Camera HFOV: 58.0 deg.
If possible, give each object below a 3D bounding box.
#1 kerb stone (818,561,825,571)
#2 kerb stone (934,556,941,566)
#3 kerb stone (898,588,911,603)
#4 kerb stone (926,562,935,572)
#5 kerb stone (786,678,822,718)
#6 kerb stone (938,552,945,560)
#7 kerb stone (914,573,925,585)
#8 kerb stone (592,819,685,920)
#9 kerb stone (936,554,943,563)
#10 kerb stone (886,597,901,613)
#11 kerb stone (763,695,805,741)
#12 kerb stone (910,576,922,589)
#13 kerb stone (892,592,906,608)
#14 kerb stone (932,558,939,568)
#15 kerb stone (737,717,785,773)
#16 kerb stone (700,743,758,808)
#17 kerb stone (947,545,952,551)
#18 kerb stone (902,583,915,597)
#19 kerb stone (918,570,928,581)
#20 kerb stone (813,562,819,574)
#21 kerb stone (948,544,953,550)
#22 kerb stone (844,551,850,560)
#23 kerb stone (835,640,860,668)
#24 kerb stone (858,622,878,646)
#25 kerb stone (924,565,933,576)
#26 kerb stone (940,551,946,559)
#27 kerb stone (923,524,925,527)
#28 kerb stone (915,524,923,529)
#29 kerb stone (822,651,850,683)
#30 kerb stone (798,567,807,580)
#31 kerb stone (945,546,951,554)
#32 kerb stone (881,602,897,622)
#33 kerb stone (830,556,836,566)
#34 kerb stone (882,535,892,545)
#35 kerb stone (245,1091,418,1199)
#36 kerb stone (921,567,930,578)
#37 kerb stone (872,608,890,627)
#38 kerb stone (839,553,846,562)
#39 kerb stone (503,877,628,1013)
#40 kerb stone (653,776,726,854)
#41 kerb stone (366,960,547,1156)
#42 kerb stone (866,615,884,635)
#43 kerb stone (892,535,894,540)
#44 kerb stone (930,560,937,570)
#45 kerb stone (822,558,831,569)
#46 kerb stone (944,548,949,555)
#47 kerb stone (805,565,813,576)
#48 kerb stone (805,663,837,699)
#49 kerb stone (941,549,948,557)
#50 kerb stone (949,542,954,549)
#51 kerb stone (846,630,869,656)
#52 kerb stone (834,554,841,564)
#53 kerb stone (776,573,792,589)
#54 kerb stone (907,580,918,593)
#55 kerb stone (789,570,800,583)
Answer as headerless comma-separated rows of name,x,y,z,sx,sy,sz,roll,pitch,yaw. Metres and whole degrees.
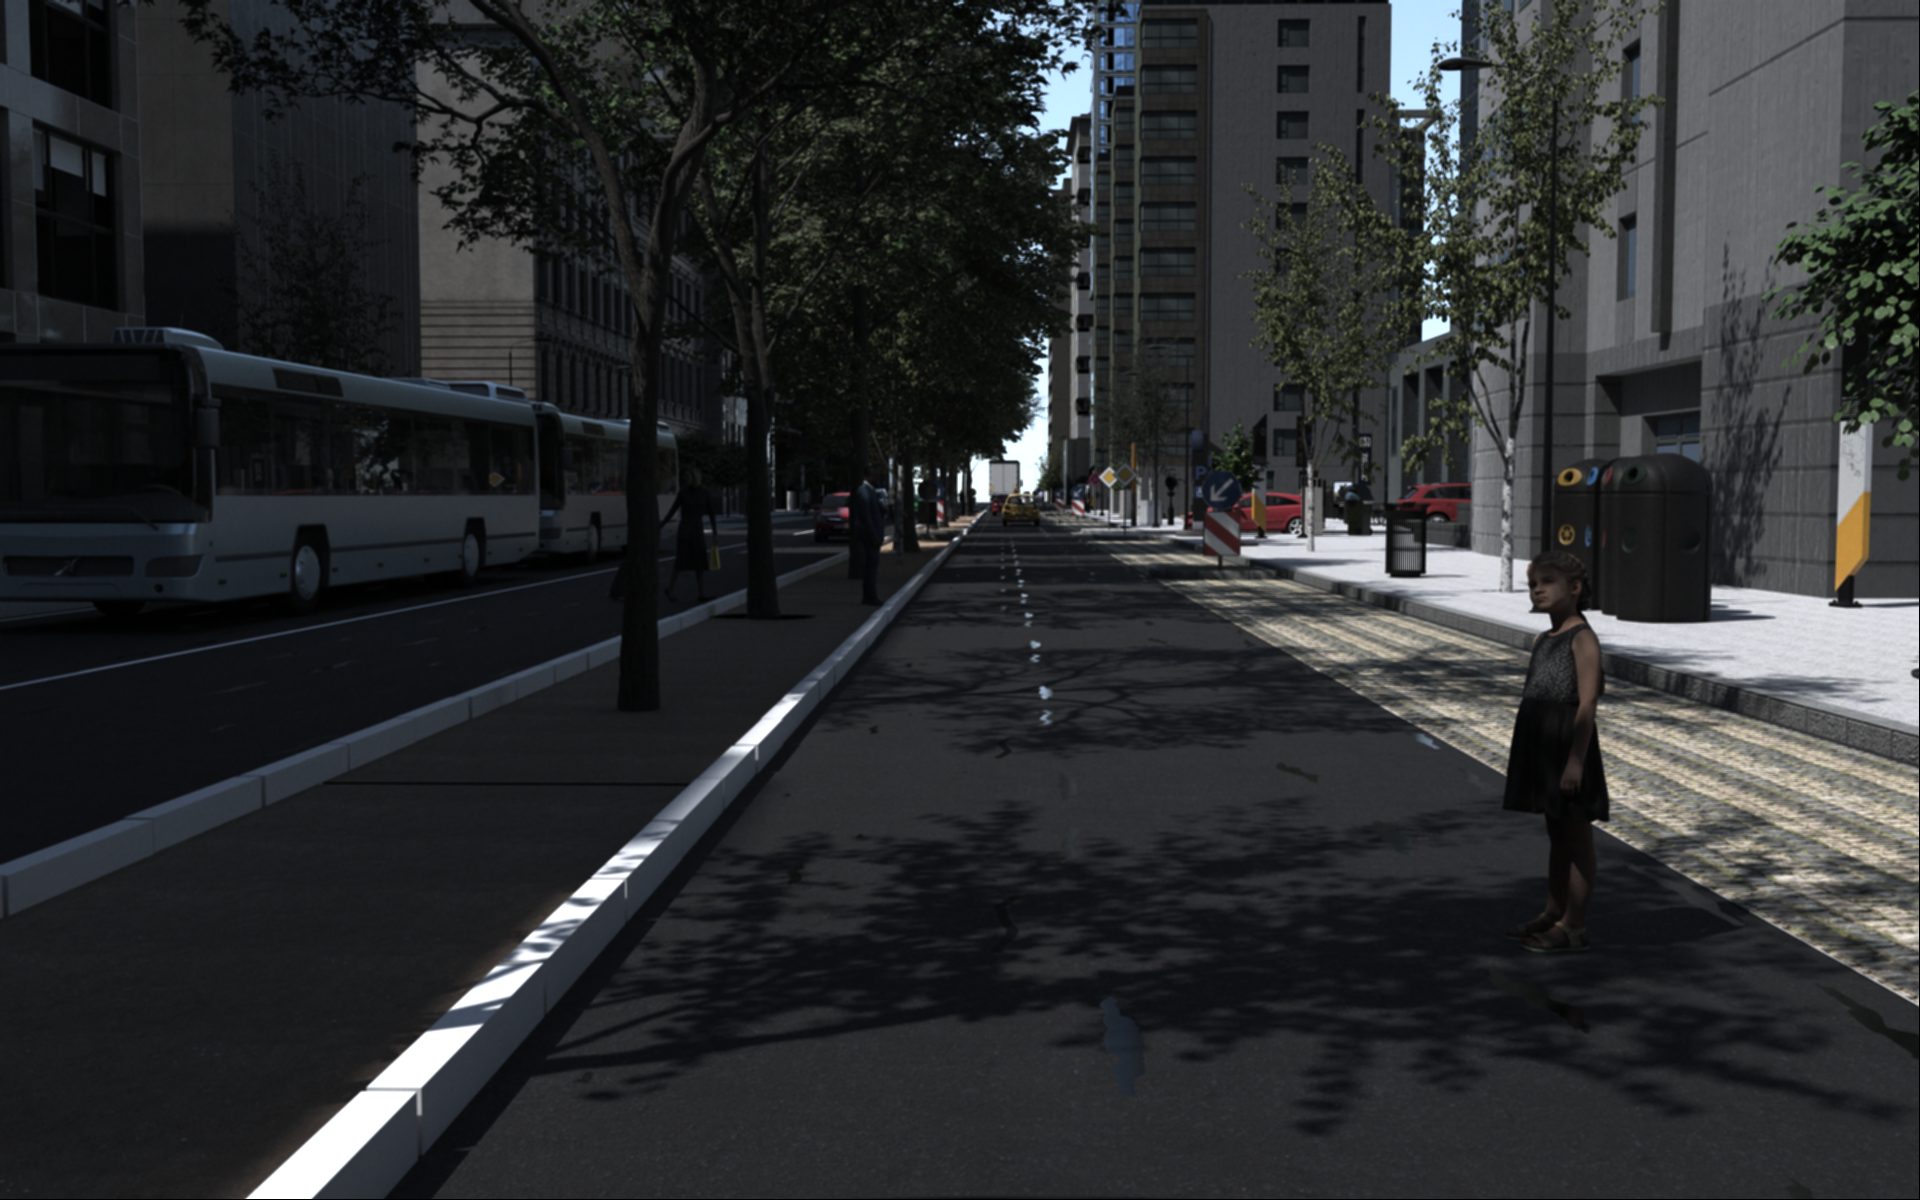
kerb stone,-2.645,-0.587,31.984,0.120,0.150,1.000,0,4,1
kerb stone,-0.492,-0.720,33.995,0.120,0.150,1.000,0,4,1
kerb stone,-0.769,-0.026,22.706,0.120,0.150,1.000,0,4,1
kerb stone,-0.565,-0.533,30.913,0.120,0.150,1.000,0,4,1
kerb stone,-1.043,0.659,11.424,0.120,0.150,1.000,0,4,1
kerb stone,-0.446,-0.847,36.047,0.120,0.150,1.000,0,4,1
kerb stone,-0.670,-0.282,26.813,0.120,0.150,1.000,0,4,1
kerb stone,-1.162,0.973,6.292,0.120,0.150,1.000,0,4,1
kerb stone,-0.463,-0.784,35.021,0.120,0.150,1.000,0,4,1
kerb stone,-0.820,0.094,20.662,0.120,0.150,1.000,0,4,1
kerb stone,-1.065,0.721,10.399,0.120,0.150,1.000,0,4,1
kerb stone,-0.692,-0.219,25.783,0.120,0.150,1.000,0,4,1
kerb stone,-0.793,0.032,21.684,0.120,0.150,1.000,0,4,1
kerb stone,-0.518,-0.659,32.965,0.120,0.150,1.000,0,4,1
kerb stone,-1.083,0.784,9.377,0.120,0.150,1.000,0,4,1
kerb stone,-1.117,0.850,8.349,0.120,0.150,1.000,0,4,1
kerb stone,-0.317,-1.160,41.165,0.120,0.150,1.000,0,4,1
kerb stone,-0.739,-0.093,23.730,0.120,0.150,1.000,0,4,1
kerb stone,-0.638,-0.341,27.835,0.120,0.150,1.000,0,4,1
kerb stone,-2.672,-0.535,30.953,0.120,0.150,1.000,0,4,1
kerb stone,-0.296,-1.220,42.187,0.120,0.150,1.000,0,4,1
kerb stone,-2.518,-0.912,37.114,0.120,0.150,1.000,0,4,1
kerb stone,-0.959,0.471,14.501,0.120,0.150,1.000,0,4,1
kerb stone,-0.905,0.345,16.556,0.120,0.150,1.000,0,4,1
kerb stone,-0.589,-0.470,29.885,0.120,0.150,1.000,0,4,1
kerb stone,-0.427,-0.907,37.069,0.120,0.150,1.000,0,4,1
kerb stone,-1.665,-3.077,72.509,0.120,0.150,1.000,0,4,1
kerb stone,-1.693,-3.014,71.476,0.120,0.150,1.000,0,4,1
kerb stone,-0.981,0.534,13.472,0.120,0.150,1.000,0,4,1
kerb stone,-2.709,-0.410,28.897,0.120,0.150,1.000,0,4,1
kerb stone,-0.350,-1.097,40.135,0.120,0.150,1.000,0,4,1
kerb stone,-0.835,0.160,19.640,0.120,0.150,1.000,0,4,1
kerb stone,-2.596,-0.721,34.036,0.120,0.150,1.000,0,4,1
kerb stone,-2.174,-1.790,51.463,0.120,0.150,1.000,0,4,1
kerb stone,-1.238,1.160,3.224,0.120,0.150,1.000,0,4,1
kerb stone,-0.616,-0.404,28.857,0.120,0.150,1.000,0,4,1
kerb stone,-0.870,0.219,18.618,0.120,0.150,1.000,0,4,1
kerb stone,-2.544,-0.850,36.092,0.120,0.150,1.000,0,4,1
kerb stone,-1.187,1.035,5.268,0.120,0.150,1.000,0,4,1
kerb stone,-1.141,0.910,7.317,0.120,0.150,1.000,0,4,1
kerb stone,-1.211,1.098,4.246,0.120,0.150,1.000,0,4,1
kerb stone,-0.889,0.289,17.581,0.120,0.150,1.000,0,4,1
kerb stone,-2.149,-1.853,52.487,0.120,0.150,1.000,0,4,1
kerb stone,-0.550,-0.593,31.935,0.120,0.150,1.000,0,4,1
kerb stone,-2.620,-0.662,33.014,0.120,0.150,1.000,0,4,1
kerb stone,-0.375,-1.032,39.113,0.120,0.150,1.000,0,4,1
kerb stone,-2.693,-0.469,29.926,0.120,0.150,1.000,0,4,1
kerb stone,-1.014,0.596,12.447,0.120,0.150,1.000,0,4,1
kerb stone,-0.388,-0.967,38.091,0.120,0.150,1.000,0,4,1
kerb stone,-0.277,-1.284,43.219,0.120,0.150,1.000,0,4,1
kerb stone,-0.937,0.408,15.530,0.120,0.150,1.000,0,4,1
kerb stone,-2.568,-0.784,35.070,0.120,0.150,1.000,0,4,1
kerb stone,-2.770,-0.284,26.838,0.120,0.150,1.000,0,4,1
kerb stone,-0.714,-0.154,24.757,0.120,0.150,1.000,0,4,1
kerb stone,-2.740,-0.347,27.875,0.120,0.150,1.000,0,4,1
